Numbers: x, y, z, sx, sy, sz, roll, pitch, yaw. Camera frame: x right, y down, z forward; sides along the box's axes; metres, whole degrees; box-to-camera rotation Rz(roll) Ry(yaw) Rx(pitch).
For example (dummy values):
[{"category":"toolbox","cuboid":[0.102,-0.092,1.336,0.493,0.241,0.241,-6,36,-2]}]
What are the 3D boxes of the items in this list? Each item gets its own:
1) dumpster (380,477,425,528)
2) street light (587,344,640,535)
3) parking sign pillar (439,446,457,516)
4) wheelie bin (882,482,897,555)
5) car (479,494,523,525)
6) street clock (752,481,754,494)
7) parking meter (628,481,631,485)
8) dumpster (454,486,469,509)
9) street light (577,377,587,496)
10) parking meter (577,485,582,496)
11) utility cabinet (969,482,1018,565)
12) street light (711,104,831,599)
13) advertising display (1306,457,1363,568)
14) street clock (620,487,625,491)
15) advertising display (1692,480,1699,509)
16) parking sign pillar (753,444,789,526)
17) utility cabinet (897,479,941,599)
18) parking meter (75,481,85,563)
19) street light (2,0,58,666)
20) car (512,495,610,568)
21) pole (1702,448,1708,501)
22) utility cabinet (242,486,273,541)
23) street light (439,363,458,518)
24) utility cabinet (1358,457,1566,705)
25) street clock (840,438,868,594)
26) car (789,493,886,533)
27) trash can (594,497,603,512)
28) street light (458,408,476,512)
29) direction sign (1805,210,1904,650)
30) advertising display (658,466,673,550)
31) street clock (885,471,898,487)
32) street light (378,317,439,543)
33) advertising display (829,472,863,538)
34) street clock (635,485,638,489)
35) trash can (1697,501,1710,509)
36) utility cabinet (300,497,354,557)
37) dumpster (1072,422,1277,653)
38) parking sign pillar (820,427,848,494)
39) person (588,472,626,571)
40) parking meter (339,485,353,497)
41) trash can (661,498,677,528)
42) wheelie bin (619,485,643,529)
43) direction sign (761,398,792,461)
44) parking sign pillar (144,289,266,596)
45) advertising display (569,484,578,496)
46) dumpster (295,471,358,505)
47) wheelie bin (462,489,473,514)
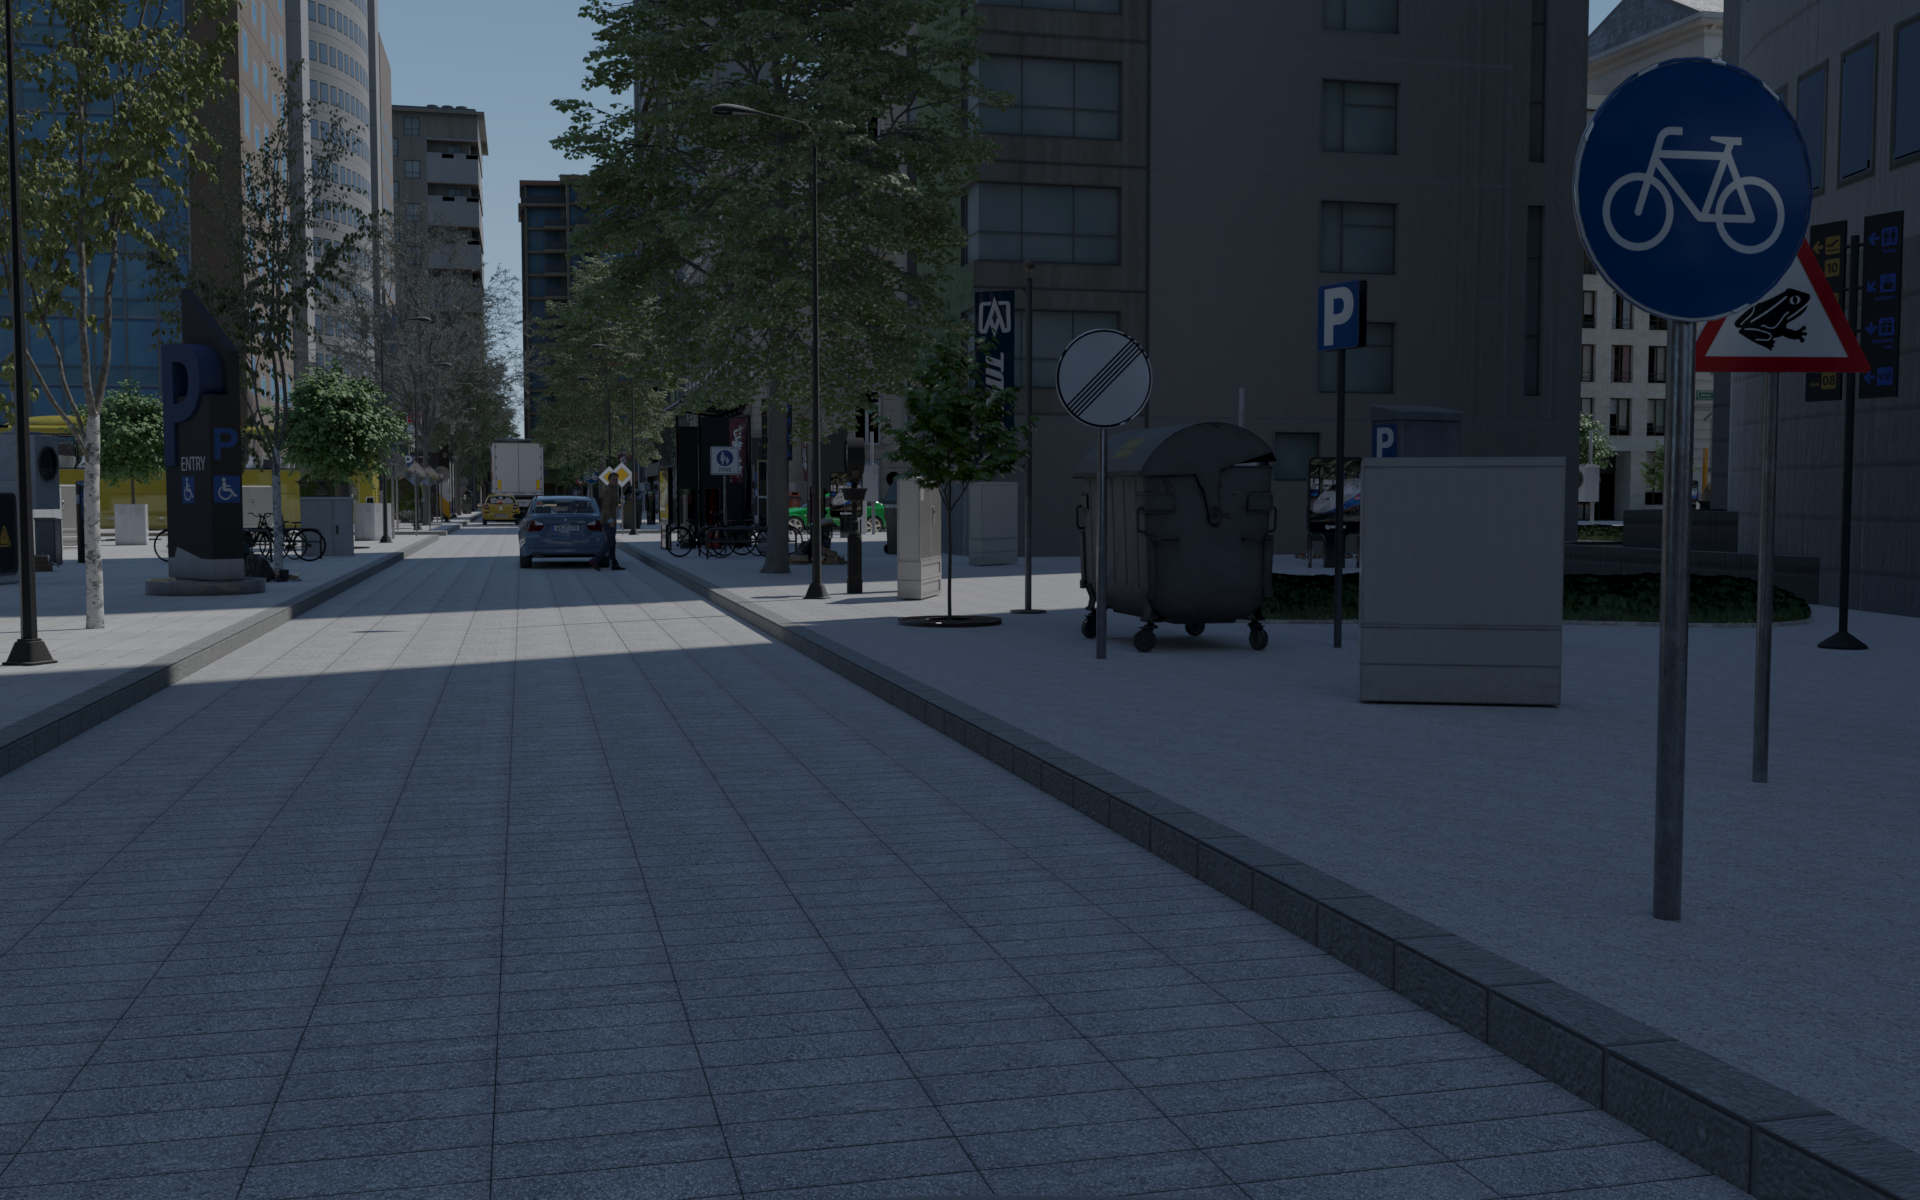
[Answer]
[{"category":"dumpster","cuboid":[-20.747,-3.791,64.483,1.502,2.255,1.985,-1,4,-14]},{"category":"street light","cuboid":[-10.732,-4.976,53.899,1.470,5.913,1.316,-1,4,-14]},{"category":"parking sign pillar","cuboid":[-28.787,-6.605,96.457,1.447,3.967,1.447,-3,5,-40]},{"category":"wheelie bin","cuboid":[-1.220,-1.768,36.812,0.693,1.594,0.980,-3,5,-41]},{"category":"car","cuboid":[-21.624,-4.363,81.559,2.015,1.641,3.980,-1,4,-15]},{"category":"street clock","cuboid":[-10.880,-5.379,92.521,0.358,2.002,0.471,3,5,44]},{"category":"parking meter","cuboid":[-15.022,-4.447,78.426,0.255,1.863,0.399,-1,4,-9]},{"category":"dumpster","cuboid":[-35.808,-7.236,124.073,1.264,1.857,1.865,-1,4,-14]},{"category":"street light","cuboid":[-14.518,-5.904,69.072,1.470,5.913,1.316,-1,4,-14]},{"category":"parking meter","cuboid":[-25.583,-6.789,116.705,0.255,1.863,0.399,1,4,18]},{"category":"utility cabinet","cuboid":[0.595,-1.380,31.248,0.318,1.500,1.173,2,4,34]},{"category":"street light","cuboid":[-2.280,-2.959,20.927,1.470,5.913,1.316,-1,4,-14]},{"category":"advertising display","cuboid":[6.510,-1.521,30.075,0.974,1.923,0.123,0,4,-3]},{"category":"street clock","cuboid":[-25.472,-7.813,132.314,0.358,2.002,0.471,3,5,44]},{"category":"advertising display","cuboid":[34.211,-4.666,81.501,0.974,1.923,0.123,2,4,33]},{"category":"parking sign pillar","cuboid":[-7.347,-4.836,67.546,1.447,3.967,1.447,-2,4,-30]},{"category":"utility cabinet","cuboid":[-0.486,-0.778,21.403,0.318,1.500,1.173,1,4,11]},{"category":"parking meter","cuboid":[-16.270,-1.461,32.304,0.372,1.533,0.369,0,3,0]},{"category":"street light","cuboid":[-6.491,-2.475,13.015,1.470,5.913,1.316,-1,4,-14]},{"category":"car","cuboid":[-8.004,-1.405,34.974,2.014,1.417,4.499,-1,4,-14]},{"category":"pole","cuboid":[32.967,-5.066,76.670,0.158,3.312,0.155,0,3,0]},{"category":"utility cabinet","cuboid":[-18.820,-2.270,45.796,1.173,1.500,0.318,-2,4,-30]},{"category":"street light","cuboid":[-18.683,-5.428,61.296,1.470,5.913,1.316,-1,4,-14]},{"category":"utility cabinet","cuboid":[3.047,-0.116,10.582,1.173,1.500,0.318,1,4,10]},{"category":"street clock","cuboid":[-1.360,-1.085,22.309,0.358,2.002,0.471,-1,4,-10]},{"category":"car","cuboid":[-4.498,-3.120,59.815,4.718,1.807,1.959,-1,4,-15]},{"category":"trash can","cuboid":[-16.525,-4.175,79.909,0.748,1.137,0.748,0,3,0]},{"category":"street light","cuboid":[-26.859,-7.410,93.690,1.470,5.913,1.316,-1,4,-14]},{"category":"direction sign","cuboid":[7.349,-1.365,14.315,0.379,3.537,0.876,-1,4,-22]},{"category":"advertising display","cuboid":[-6.768,-2.118,39.846,0.123,1.923,0.974,-1,4,-22]},{"category":"street clock","cuboid":[-2.134,-3.107,55.370,0.471,2.002,0.358,-1,4,-9]},{"category":"street light","cuboid":[-14.555,-4.458,45.437,1.470,5.913,1.316,-1,4,-14]},{"category":"advertising display","cuboid":[-3.346,-2.797,50.949,0.974,1.923,0.123,0,4,3]},{"category":"street clock","cuboid":[-25.499,-8.015,135.608,0.471,2.002,0.358,-2,4,-24]},{"category":"trash can","cuboid":[16.239,-1.567,37.280,0.748,1.137,0.748,0,3,0]},{"category":"utility cabinet","cuboid":[-13.063,-1.504,35.760,1.020,1.237,0.306,-1,4,-19]},{"category":"dumpster","cuboid":[1.822,-0.551,14.764,1.264,1.857,1.865,-1,4,-14]},{"category":"parking sign pillar","cuboid":[-4.850,-4.650,64.502,1.447,3.967,1.447,-2,4,-24]},{"category":"person","cuboid":[-6.559,-1.464,32.340,0.656,1.842,0.836,3,5,45]},{"category":"parking meter","cuboid":[-16.510,-2.332,46.546,0.372,1.533,0.369,0,3,0]},{"category":"trash can","cuboid":[-10.396,-3.079,61.992,0.748,1.137,0.748,0,3,0]},{"category":"wheelie bin","cuboid":[-12.073,-3.418,63.786,0.693,1.594,0.980,2,4,24]},{"category":"direction sign","cuboid":[-4.304,-2.982,40.758,0.876,3.537,0.379,2,4,31]},{"category":"parking sign pillar","cuboid":[-9.769,-2.071,22.333,1.447,3.967,1.447,3,5,42]},{"category":"advertising display","cuboid":[-26.386,-6.915,118.270,0.123,1.923,0.974,1,4,18]},{"category":"dumpster","cuboid":[-17.576,-2.786,48.050,1.502,2.255,1.985,-1,4,-14]},{"category":"wheelie bin","cuboid":[-31.736,-6.340,111.567,0.693,1.594,0.980,-1,4,-13]}]
